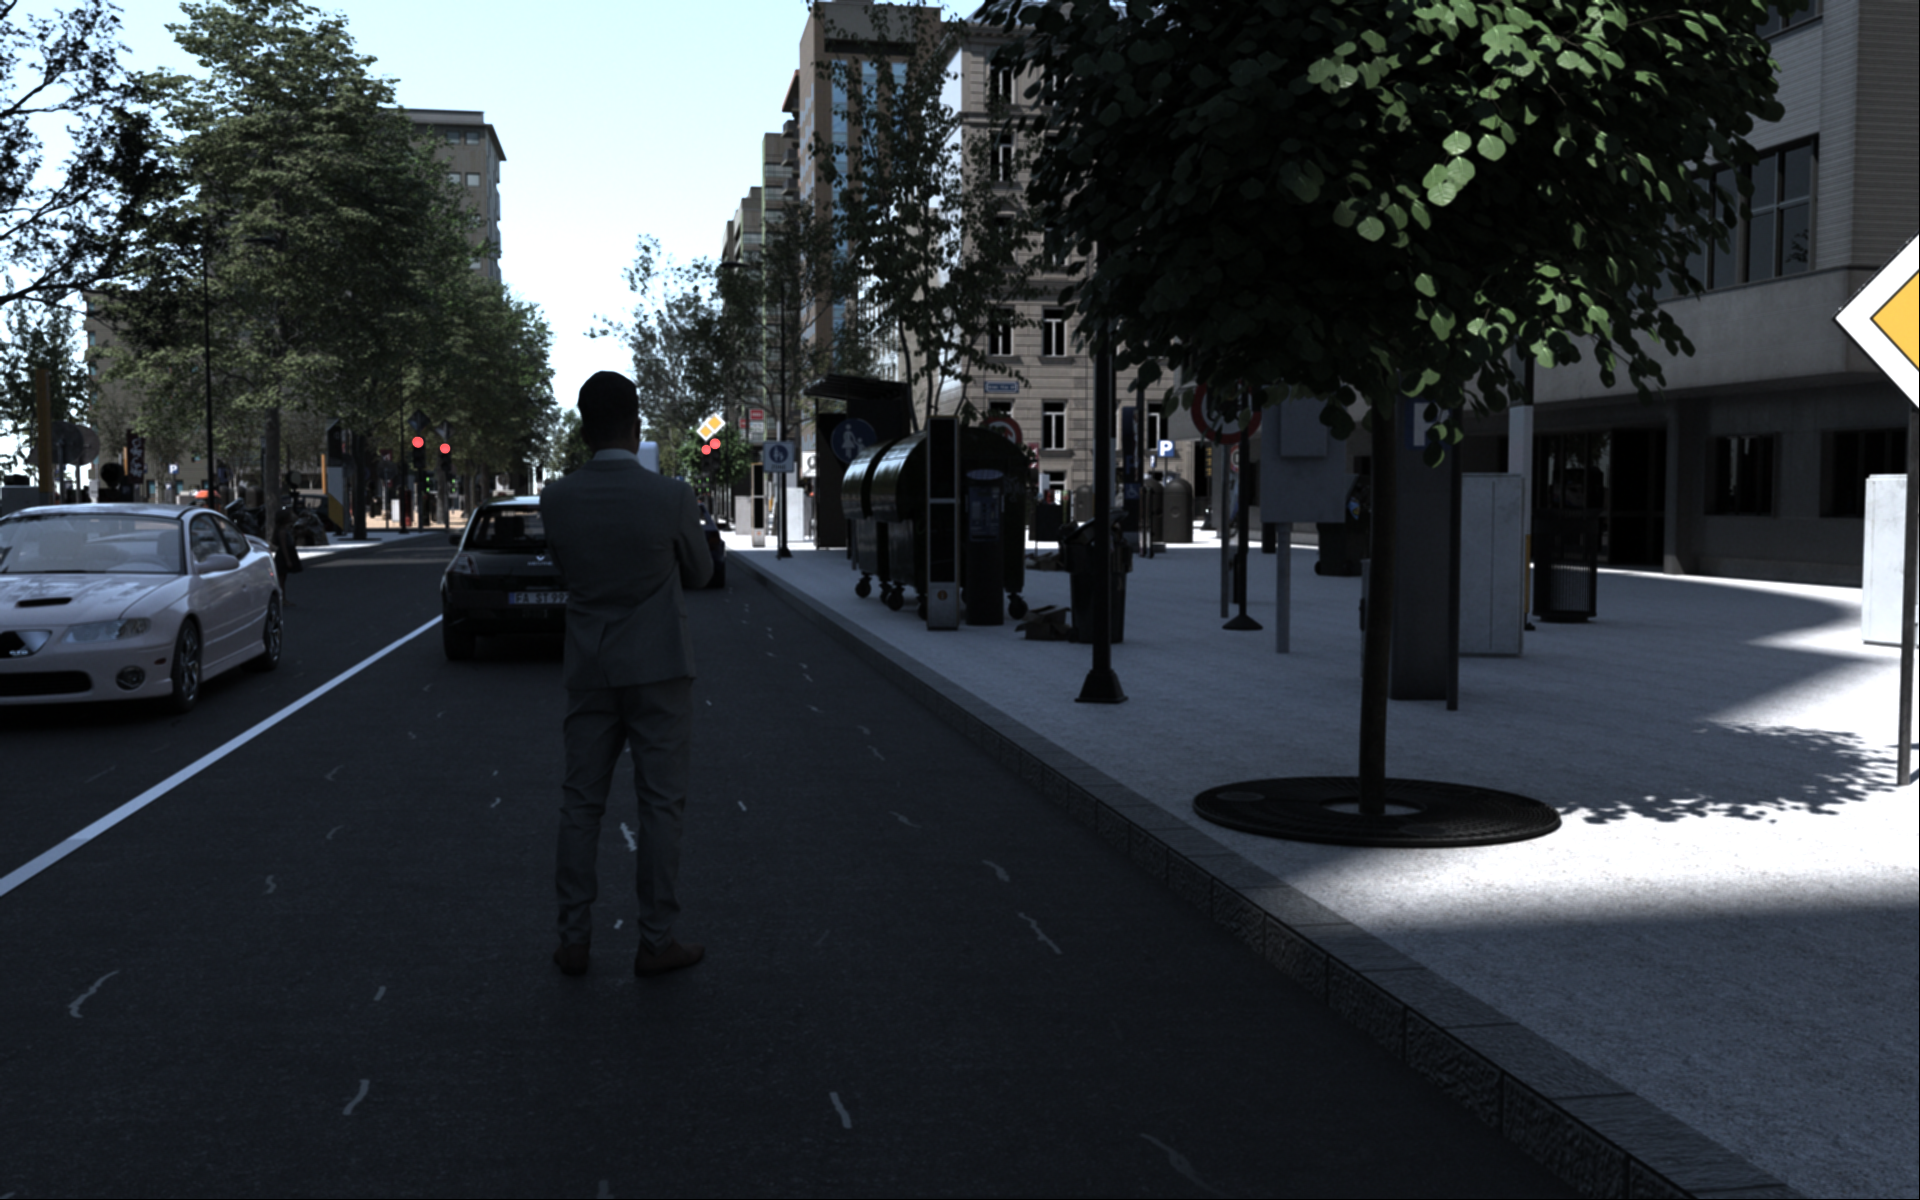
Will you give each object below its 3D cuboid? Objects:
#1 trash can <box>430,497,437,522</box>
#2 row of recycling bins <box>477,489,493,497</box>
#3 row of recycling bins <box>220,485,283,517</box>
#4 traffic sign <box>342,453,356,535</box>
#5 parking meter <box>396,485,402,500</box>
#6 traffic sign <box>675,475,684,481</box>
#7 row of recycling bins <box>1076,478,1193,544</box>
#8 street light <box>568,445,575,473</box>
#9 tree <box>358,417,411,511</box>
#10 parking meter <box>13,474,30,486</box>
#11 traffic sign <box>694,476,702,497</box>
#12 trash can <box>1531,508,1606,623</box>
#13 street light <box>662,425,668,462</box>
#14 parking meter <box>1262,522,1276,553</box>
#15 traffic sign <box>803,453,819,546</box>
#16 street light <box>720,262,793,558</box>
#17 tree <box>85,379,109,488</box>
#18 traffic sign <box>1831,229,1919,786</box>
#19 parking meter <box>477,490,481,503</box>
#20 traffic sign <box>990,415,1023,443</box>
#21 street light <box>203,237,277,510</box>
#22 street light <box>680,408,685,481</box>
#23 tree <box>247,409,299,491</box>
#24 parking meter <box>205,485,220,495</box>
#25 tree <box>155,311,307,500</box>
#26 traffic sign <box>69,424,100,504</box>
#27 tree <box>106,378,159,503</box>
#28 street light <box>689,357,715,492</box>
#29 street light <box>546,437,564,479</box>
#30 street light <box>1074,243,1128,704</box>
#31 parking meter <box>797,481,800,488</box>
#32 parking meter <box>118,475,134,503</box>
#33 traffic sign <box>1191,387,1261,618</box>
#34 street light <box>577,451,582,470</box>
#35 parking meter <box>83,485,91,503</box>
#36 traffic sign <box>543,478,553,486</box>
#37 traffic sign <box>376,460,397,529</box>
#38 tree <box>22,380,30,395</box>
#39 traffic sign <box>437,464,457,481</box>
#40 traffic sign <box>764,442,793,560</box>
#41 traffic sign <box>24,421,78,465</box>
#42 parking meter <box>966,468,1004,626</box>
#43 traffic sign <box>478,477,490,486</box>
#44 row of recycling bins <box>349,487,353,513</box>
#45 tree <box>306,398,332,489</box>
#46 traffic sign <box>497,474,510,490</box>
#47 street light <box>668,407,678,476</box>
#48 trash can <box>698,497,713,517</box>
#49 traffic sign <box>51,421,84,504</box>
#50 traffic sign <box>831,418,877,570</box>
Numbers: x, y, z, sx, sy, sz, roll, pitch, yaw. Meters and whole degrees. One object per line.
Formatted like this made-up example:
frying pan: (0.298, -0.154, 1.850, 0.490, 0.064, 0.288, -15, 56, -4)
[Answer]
trash can: (-23.953, -4.142, 79.378, 0.748, 1.137, 0.748, 0, 3, 0)
row of recycling bins: (-35.963, -7.753, 133.867, 3.534, 1.692, 1.069, -1, 4, -9)
row of recycling bins: (-33.902, -4.610, 82.487, 3.534, 1.692, 1.069, 1, 4, 11)
traffic sign: (-19.047, -3.273, 53.618, 0.768, 2.556, 0.104, 0, 4, -3)
parking meter: (-36.966, -6.637, 114.218, 0.255, 1.863, 0.399, 2, 4, 31)
traffic sign: (-19.122, -7.214, 118.052, 0.768, 2.556, 0.104, -1, 4, -9)
row of recycling bins: (4.761, -2.386, 46.121, 1.069, 1.692, 3.534, -3, 5, -41)
street light: (-37.410, -11.738, 164.461, 1.470, 5.913, 1.316, -1, 4, -10)
tree: (-43.927, -11.149, 132.644, 4.360, 8.622, 3.978, 0, 3, 0)
parking meter: (-26.900, -2.692, 49.725, 0.399, 1.863, 0.255, 0, 4, 1)
traffic sign: (-12.949, -5.299, 86.748, 0.768, 2.556, 0.104, 0, 4, -8)
trash can: (6.079, -0.351, 17.395, 0.748, 1.137, 0.748, 0, 3, 0)
street light: (-19.122, -8.813, 116.625, 1.470, 5.913, 1.316, -1, 4, -10)
parking meter: (6.692, -1.942, 37.468, 0.255, 1.863, 0.399, 0, 4, -1)
traffic sign: (-3.570, -2.469, 42.498, 0.606, 2.300, 0.079, 0, 4, -3)
street light: (-4.099, -3.811, 34.855, 1.470, 5.913, 1.316, -1, 4, -10)
tree: (-51.644, -9.535, 106.263, 4.360, 8.622, 3.978, 0, 3, 0)
traffic sign: (4.158, -0.390, 7.566, 0.795, 2.450, 0.064, 0, 4, -2)
parking meter: (-29.682, -6.013, 106.725, 0.372, 1.533, 0.369, 0, 3, 0)
traffic sign: (0.615, -1.687, 27.681, 0.768, 2.556, 0.104, 0, 4, -7)
street light: (-13.042, -3.599, 31.389, 1.470, 5.913, 1.316, -1, 4, -10)
street light: (-10.151, -5.827, 67.813, 1.470, 5.913, 1.316, -1, 4, -10)
tree: (-51.431, -11.025, 130.623, 4.737, 8.622, 4.395, 0, 3, 0)
parking meter: (-20.818, -2.437, 48.264, 0.372, 1.533, 0.369, 0, 3, 0)
tree: (-29.157, -7.285, 69.473, 4.360, 8.622, 3.978, 0, 3, 0)
traffic sign: (-16.034, -1.920, 31.502, 0.768, 2.556, 0.104, -1, 4, -9)
tree: (-44.507, -8.930, 96.376, 4.360, 8.622, 3.978, 0, 3, 0)
street light: (-8.462, -5.275, 58.790, 1.470, 5.913, 1.316, -1, 4, -10)
street light: (-32.897, -10.251, 140.152, 1.470, 5.913, 1.316, -1, 4, -10)
street light: (0.345, -2.321, 10.483, 1.470, 5.913, 1.316, -1, 4, -10)
parking meter: (-6.380, -3.754, 67.090, 0.399, 1.863, 0.255, -1, 4, -20)
parking meter: (-23.953, -2.695, 49.774, 0.399, 1.863, 0.255, -1, 4, -20)
traffic sign: (2.750, -1.090, 17.922, 0.768, 2.556, 0.104, 0, 4, -2)
street light: (-41.895, -13.225, 188.772, 1.470, 5.913, 1.316, -1, 4, -10)
parking meter: (-56.141, -6.465, 111.417, 0.255, 1.863, 0.399, 3, 4, 38)
traffic sign: (-33.046, -8.495, 139.002, 0.768, 2.556, 0.104, 0, 4, -2)
traffic sign: (-21.280, -3.925, 64.283, 0.768, 2.556, 0.104, 0, 4, -2)
tree: (-40.776, -7.381, 71.040, 4.360, 8.622, 3.978, 0, 3, 0)
traffic sign: (-20.280, -4.183, 68.496, 0.768, 2.556, 0.104, -1, 4, -9)
traffic sign: (-3.524, -1.929, 33.674, 0.606, 2.300, 0.079, -1, 4, -10)
traffic sign: (-15.994, -1.865, 30.490, 0.884, 2.594, 0.081, 0, 4, -6)
parking meter: (0.243, -0.524, 16.977, 0.372, 1.533, 0.369, 0, 3, 0)
traffic sign: (-34.110, -7.587, 124.149, 0.768, 2.556, 0.104, -1, 4, -10)
row of recycling bins: (-36.606, -5.879, 103.230, 1.069, 1.692, 3.534, -1, 4, -16)
tree: (-40.008, -9.561, 106.688, 4.360, 8.622, 3.978, 0, 3, 0)
traffic sign: (-28.254, -6.555, 107.285, 0.768, 2.556, 0.104, 0, 4, -6)
street light: (-14.730, -7.349, 92.695, 1.470, 5.913, 1.316, -1, 4, -10)
trash can: (-12.333, -4.424, 83.979, 0.748, 1.137, 0.748, 0, 3, 0)
traffic sign: (-15.574, -1.831, 30.037, 0.768, 2.556, 0.104, 0, 4, -3)
traffic sign: (-1.788, -1.782, 29.243, 0.768, 2.556, 0.104, 0, 4, -4)
